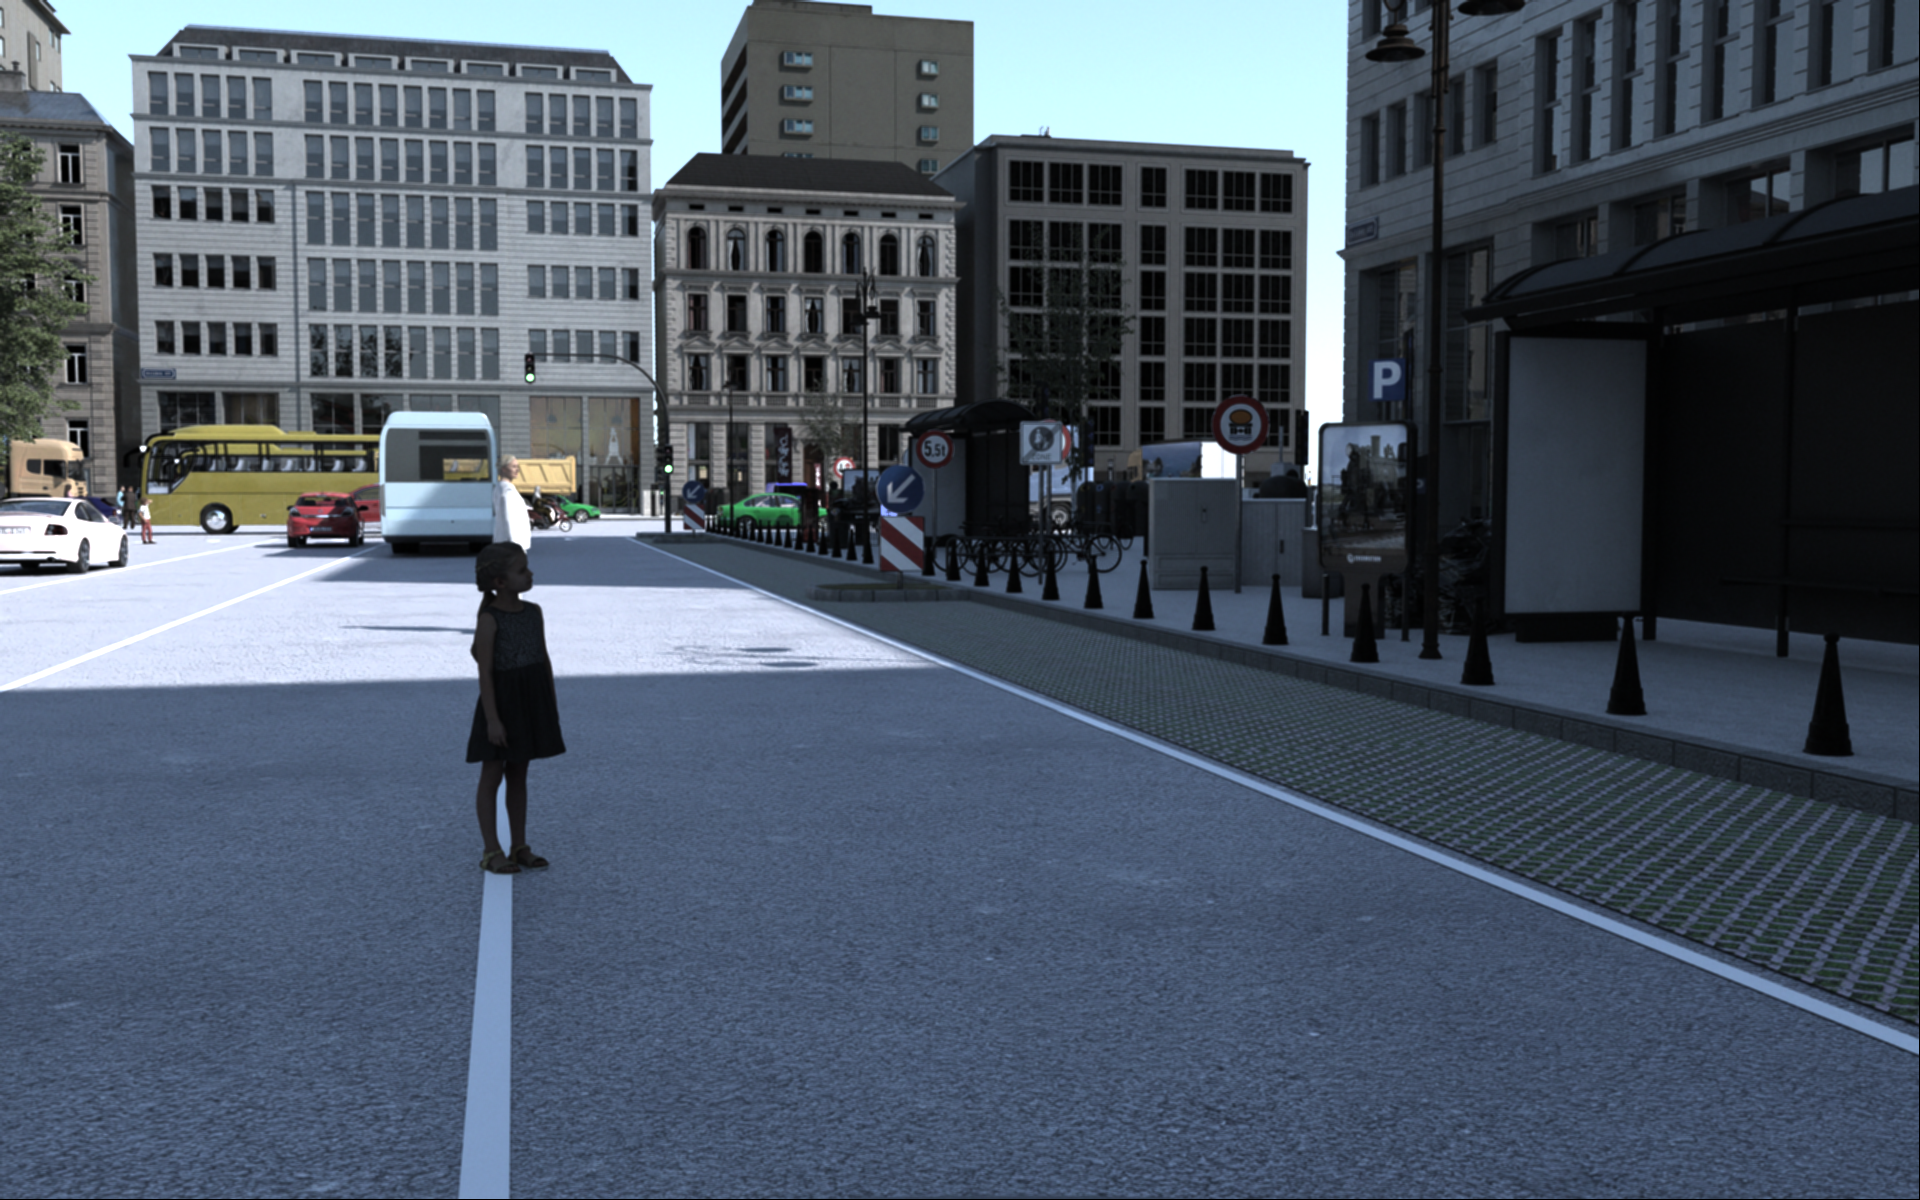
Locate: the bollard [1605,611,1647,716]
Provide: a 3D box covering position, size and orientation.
[{"bbox_3d":[3.899,0.362,10.119,0.229,0.601,0.229,0,3,0],"label":"bollard"}]

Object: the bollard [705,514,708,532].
[{"bbox_3d":[-8.483,-2.590,58.380,0.229,0.601,0.229,0,3,0],"label":"bollard"}]

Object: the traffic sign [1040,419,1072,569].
[{"bbox_3d":[1.521,-1.804,29.595,0.768,2.556,0.104,0,4,-7],"label":"traffic sign"}]

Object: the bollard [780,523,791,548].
[{"bbox_3d":[-4.100,-1.545,41.298,0.229,0.601,0.229,0,3,0],"label":"bollard"}]

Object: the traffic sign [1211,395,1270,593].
[{"bbox_3d":[3.598,-1.360,22.337,0.768,2.556,0.104,0,4,-7],"label":"traffic sign"}]

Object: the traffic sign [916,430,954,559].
[{"bbox_3d":[-0.505,-2.095,34.355,0.768,2.556,0.104,-1,4,-11],"label":"traffic sign"}]

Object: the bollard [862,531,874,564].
[{"bbox_3d":[-1.694,-0.971,31.924,0.229,0.601,0.229,0,3,0],"label":"bollard"}]

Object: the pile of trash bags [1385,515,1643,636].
[{"bbox_3d":[5.664,-0.434,16.849,3.447,1.369,1.912,-1,4,-17],"label":"pile of trash bags"}]

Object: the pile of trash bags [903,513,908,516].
[{"bbox_3d":[-0.465,-2.921,57.518,3.447,1.369,1.912,3,4,36],"label":"pile of trash bags"}]

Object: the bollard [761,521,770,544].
[{"bbox_3d":[-4.895,-1.734,44.399,0.229,0.601,0.229,0,3,0],"label":"bollard"}]

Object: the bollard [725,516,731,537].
[{"bbox_3d":[-6.888,-2.210,52.170,0.229,0.601,0.229,0,3,0],"label":"bollard"}]

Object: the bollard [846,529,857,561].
[{"bbox_3d":[-2.097,-1.068,33.499,0.229,0.601,0.229,0,3,0],"label":"bollard"}]

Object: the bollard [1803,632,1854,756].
[{"bbox_3d":[4.299,0.458,8.558,0.229,0.601,0.229,0,3,0],"label":"bollard"}]

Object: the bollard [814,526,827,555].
[{"bbox_3d":[-2.894,-1.257,36.599,0.229,0.601,0.229,0,3,0],"label":"bollard"}]

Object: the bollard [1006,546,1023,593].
[{"bbox_3d":[0.706,-0.399,22.565,0.229,0.601,0.229,0,3,0],"label":"bollard"}]

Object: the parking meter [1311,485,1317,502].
[{"bbox_3d":[22.815,-6.473,111.544,0.255,1.863,0.399,-2,4,-24],"label":"parking meter"}]

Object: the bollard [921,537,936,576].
[{"bbox_3d":[-0.497,-0.686,27.259,0.229,0.601,0.229,0,3,0],"label":"bollard"}]

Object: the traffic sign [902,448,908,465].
[{"bbox_3d":[-1.113,-2.721,44.597,0.768,2.556,0.104,-1,4,-12],"label":"traffic sign"}]

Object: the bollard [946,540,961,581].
[{"bbox_3d":[-0.095,-0.591,25.697,0.229,0.601,0.229,0,3,0],"label":"bollard"}]

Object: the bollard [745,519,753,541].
[{"bbox_3d":[-5.694,-1.925,47.508,0.229,0.601,0.229,0,3,0],"label":"bollard"}]

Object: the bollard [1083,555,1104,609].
[{"bbox_3d":[1.502,-0.209,19.465,0.229,0.601,0.229,0,3,0],"label":"bollard"}]

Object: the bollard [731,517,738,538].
[{"bbox_3d":[-6.492,-2.115,50.619,0.229,0.601,0.229,0,3,0],"label":"bollard"}]

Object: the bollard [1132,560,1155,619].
[{"bbox_3d":[1.899,-0.114,17.907,0.229,0.601,0.229,0,3,0],"label":"bollard"}]

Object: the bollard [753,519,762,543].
[{"bbox_3d":[-5.297,-1.829,45.951,0.229,0.601,0.229,0,3,0],"label":"bollard"}]

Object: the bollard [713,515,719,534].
[{"bbox_3d":[-7.689,-2.400,55.274,0.229,0.601,0.229,0,3,0],"label":"bollard"}]

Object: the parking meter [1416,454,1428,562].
[{"bbox_3d":[6.560,-1.176,24.937,0.399,1.863,0.255,1,4,12],"label":"parking meter"}]

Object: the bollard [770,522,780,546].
[{"bbox_3d":[-4.496,-1.640,42.849,0.229,0.601,0.229,0,3,0],"label":"bollard"}]

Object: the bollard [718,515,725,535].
[{"bbox_3d":[-7.289,-2.304,53.719,0.229,0.601,0.229,0,3,0],"label":"bollard"}]

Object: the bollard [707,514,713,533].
[{"bbox_3d":[-8.085,-2.494,56.825,0.229,0.601,0.229,0,3,0],"label":"bollard"}]

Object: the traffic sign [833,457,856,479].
[{"bbox_3d":[-3.940,-3.604,59.038,0.768,2.556,0.104,-1,4,-10],"label":"traffic sign"}]

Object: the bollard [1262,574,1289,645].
[{"bbox_3d":[2.698,0.076,14.798,0.229,0.601,0.229,0,3,0],"label":"bollard"}]

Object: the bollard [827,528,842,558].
[{"bbox_3d":[-2.497,-1.163,35.049,0.229,0.601,0.229,0,3,0],"label":"bollard"}]

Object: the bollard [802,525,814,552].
[{"bbox_3d":[-3.291,-1.352,38.150,0.229,0.601,0.229,0,3,0],"label":"bollard"}]

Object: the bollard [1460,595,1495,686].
[{"bbox_3d":[3.498,0.266,11.690,0.229,0.601,0.229,0,3,0],"label":"bollard"}]

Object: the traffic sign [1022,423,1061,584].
[{"bbox_3d":[1.143,-1.370,24.524,0.606,2.300,0.079,-1,4,-10],"label":"traffic sign"}]

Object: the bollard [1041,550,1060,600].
[{"bbox_3d":[1.102,-0.304,21.015,0.229,0.601,0.229,0,3,0],"label":"bollard"}]

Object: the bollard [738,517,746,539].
[{"bbox_3d":[-6.095,-2.019,49.059,0.229,0.601,0.229,0,3,0],"label":"bollard"}]

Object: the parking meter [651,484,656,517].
[{"bbox_3d":[-17.305,-5.628,97.725,0.255,1.863,0.399,-1,4,-12],"label":"parking meter"}]

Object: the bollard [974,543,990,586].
[{"bbox_3d":[0.302,-0.495,24.142,0.229,0.601,0.229,0,3,0],"label":"bollard"}]

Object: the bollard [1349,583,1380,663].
[{"bbox_3d":[3.099,0.171,13.249,0.229,0.601,0.229,0,3,0],"label":"bollard"}]

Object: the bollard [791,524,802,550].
[{"bbox_3d":[-3.697,-1.449,39.729,0.229,0.601,0.229,0,3,0],"label":"bollard"}]

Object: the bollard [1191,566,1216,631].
[{"bbox_3d":[2.303,-0.019,16.359,0.229,0.601,0.229,0,3,0],"label":"bollard"}]
